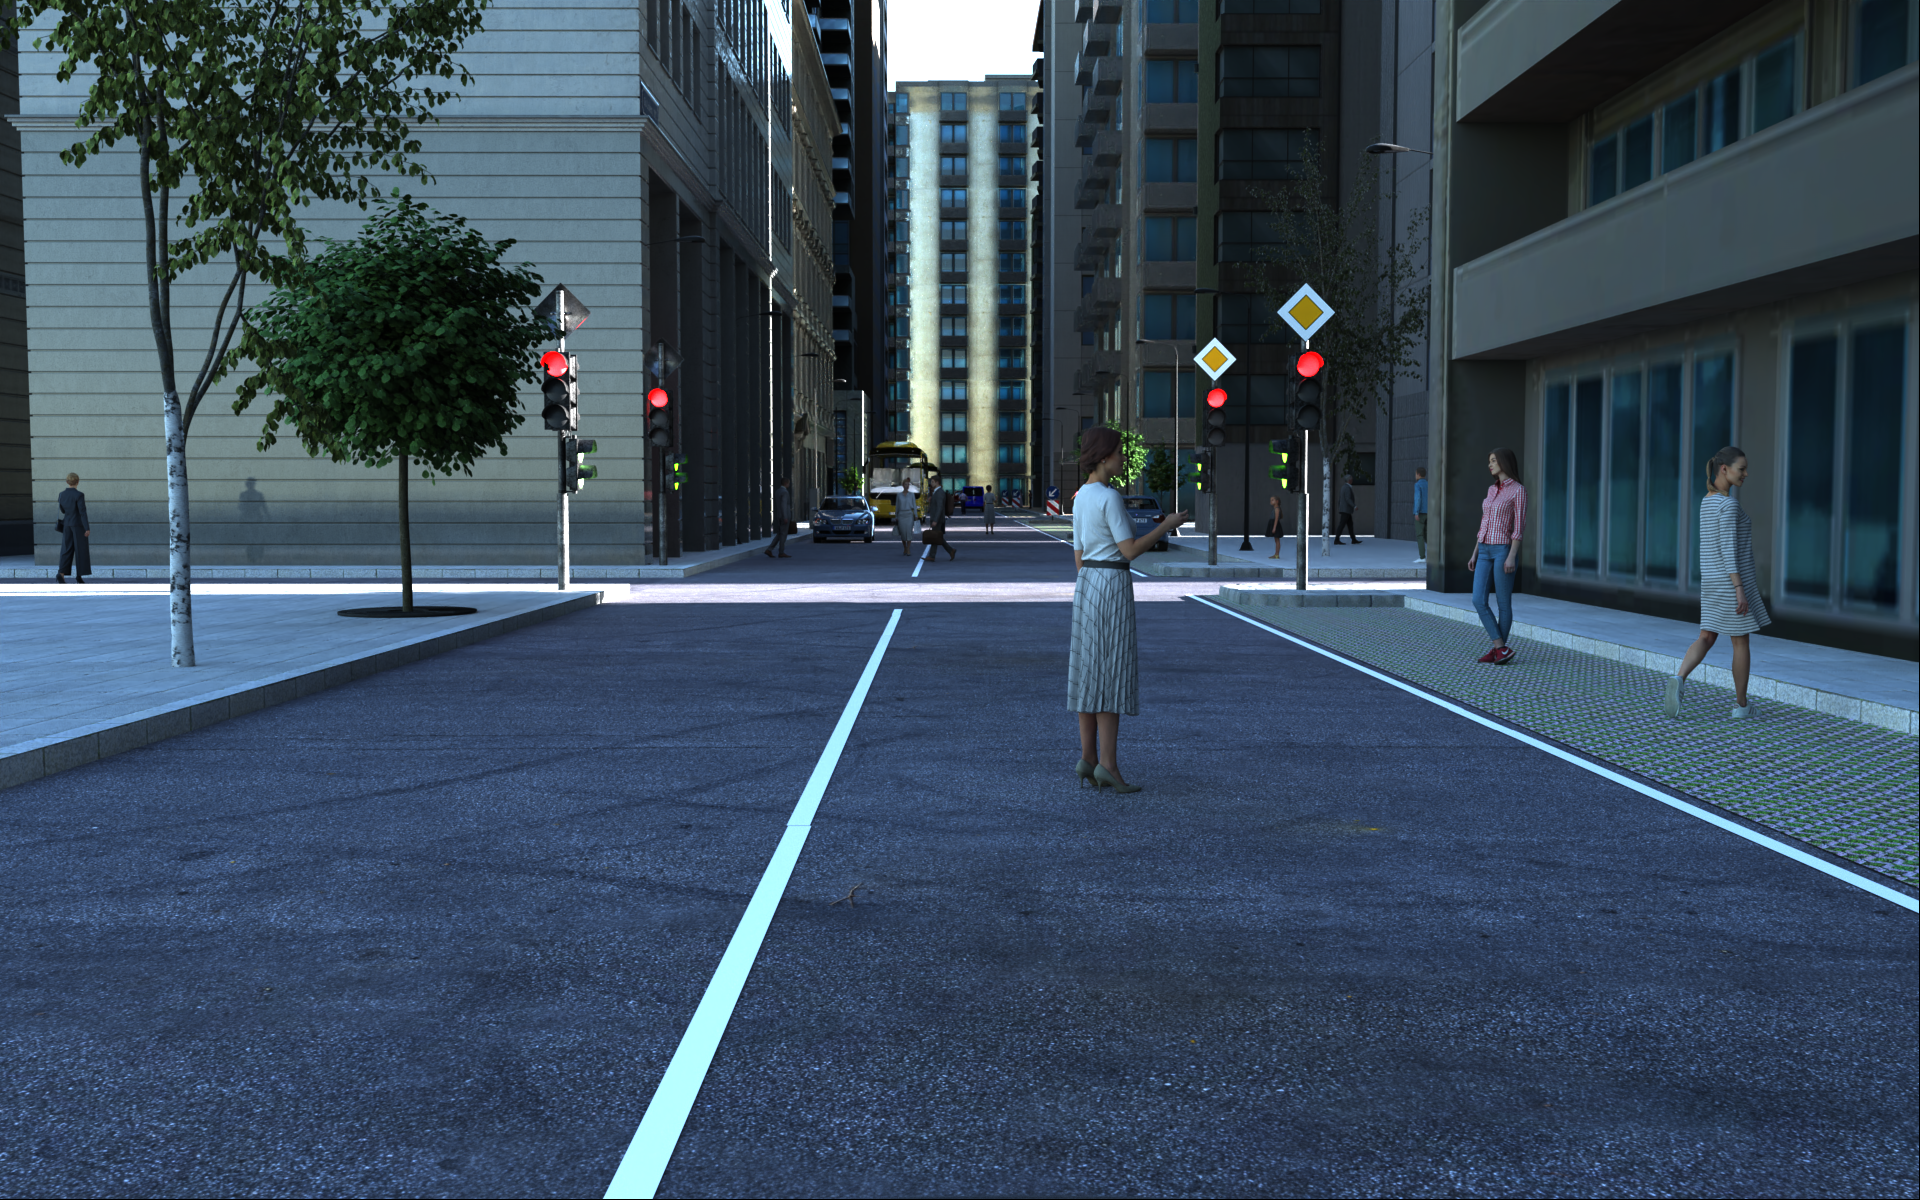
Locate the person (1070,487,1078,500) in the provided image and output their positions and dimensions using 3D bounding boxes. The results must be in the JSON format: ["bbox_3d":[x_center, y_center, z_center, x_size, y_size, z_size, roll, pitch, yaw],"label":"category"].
[{"bbox_3d":[7.227,-6.188,107.933,0.721,1.743,1.217,2,4,33],"label":"person"}]

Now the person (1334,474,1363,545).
[{"bbox_3d":[9.894,-2.296,43.986,0.834,1.777,0.661,-1,4,-11],"label":"person"}]

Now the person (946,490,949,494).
[{"bbox_3d":[-1.271,-9.803,168.773,1.348,1.824,0.705,0,4,3],"label":"person"}]

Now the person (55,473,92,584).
[{"bbox_3d":[-14.046,-1.133,27.450,0.576,1.772,0.534,0,4,-7],"label":"person"}]

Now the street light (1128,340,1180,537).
[{"bbox_3d":[5.977,-4.877,52.273,1.470,5.913,1.316,0,4,0],"label":"street light"}]

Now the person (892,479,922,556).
[{"bbox_3d":[-1.219,-1.930,40.407,0.694,1.780,0.624,1,4,21],"label":"person"}]

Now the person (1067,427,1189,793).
[{"bbox_3d":[0.781,0.043,8.375,0.524,1.755,0.480,-2,4,-25],"label":"person"}]

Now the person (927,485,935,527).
[{"bbox_3d":[-0.901,-3.433,64.909,0.573,1.790,0.520,3,4,37],"label":"person"}]

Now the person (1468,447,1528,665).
[{"bbox_3d":[4.511,-0.372,14.590,0.388,1.821,0.555,-2,4,-34],"label":"person"}]

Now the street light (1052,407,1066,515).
[{"bbox_3d":[5.831,-7.361,92.890,1.470,5.913,1.316,0,4,0],"label":"street light"}]

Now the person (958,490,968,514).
[{"bbox_3d":[0.166,-6.898,122.228,0.756,1.711,0.436,-2,4,-25],"label":"person"}]

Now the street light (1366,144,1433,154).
[{"bbox_3d":[6.077,-3.094,23.133,1.470,5.913,1.316,0,4,0],"label":"street light"}]

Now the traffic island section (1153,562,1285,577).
[{"bbox_3d":[4.578,-0.548,31.239,2.009,0.180,2.903,0,4,0],"label":"traffic island section"}]

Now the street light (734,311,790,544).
[{"bbox_3d":[-5.208,-4.378,44.113,1.470,5.913,1.316,0,4,0],"label":"street light"}]

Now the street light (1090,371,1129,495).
[{"bbox_3d":[5.778,-5.674,65.317,1.470,5.913,1.316,0,4,0],"label":"street light"}]

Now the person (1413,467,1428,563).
[{"bbox_3d":[8.622,-1.577,32.170,0.601,1.785,0.444,-2,4,-28],"label":"person"}]

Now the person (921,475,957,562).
[{"bbox_3d":[-0.438,-1.729,36.726,0.822,1.834,0.622,-1,4,-13],"label":"person"}]

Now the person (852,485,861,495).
[{"bbox_3d":[-6.074,-5.833,101.430,0.660,1.820,0.620,-3,4,-37],"label":"person"}]

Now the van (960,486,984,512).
[{"bbox_3d":[1.057,-8.196,138.394,2.240,2.365,5.245,0,4,1],"label":"van"}]

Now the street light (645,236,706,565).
[{"bbox_3d":[-5.271,-3.594,31.300,1.470,5.913,1.316,0,4,0],"label":"street light"}]

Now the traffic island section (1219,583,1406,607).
[{"bbox_3d":[4.611,-0.060,23.254,2.009,0.180,2.903,0,4,0],"label":"traffic island section"}]

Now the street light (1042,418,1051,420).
[{"bbox_3d":[5.685,-8.151,105.807,1.470,5.913,1.316,0,4,0],"label":"street light"}]

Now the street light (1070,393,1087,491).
[{"bbox_3d":[5.845,-6.540,79.463,1.470,5.913,1.316,0,4,0],"label":"street light"}]

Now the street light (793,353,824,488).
[{"bbox_3d":[-5.354,-5.174,57.136,1.470,5.913,1.316,0,4,0],"label":"street light"}]

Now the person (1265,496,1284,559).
[{"bbox_3d":[6.217,-1.440,34.263,0.373,1.253,0.362,0,4,6],"label":"person"}]

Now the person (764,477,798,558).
[{"bbox_3d":[-3.980,-1.863,39.073,0.853,1.813,0.709,-2,4,-29],"label":"person"}]

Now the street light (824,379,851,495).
[{"bbox_3d":[-5.318,-5.973,70.204,1.470,5.913,1.316,0,4,0],"label":"street light"}]

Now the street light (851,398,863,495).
[{"bbox_3d":[-5.422,-6.796,83.649,1.470,5.913,1.316,0,4,0],"label":"street light"}]

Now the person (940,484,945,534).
[{"bbox_3d":[-0.610,-2.875,55.933,0.576,1.772,0.534,-3,5,-44],"label":"person"}]

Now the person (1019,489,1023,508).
[{"bbox_3d":[5.712,-9.538,162.665,0.621,1.740,0.551,-1,4,-20],"label":"person"}]

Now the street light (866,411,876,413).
[{"bbox_3d":[-5.385,-7.633,97.333,1.470,5.913,1.316,0,4,0],"label":"street light"}]

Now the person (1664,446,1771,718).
[{"bbox_3d":[4.822,-0.105,10.963,0.760,1.731,0.466,-2,4,-30],"label":"person"}]

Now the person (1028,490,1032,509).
[{"bbox_3d":[6.071,-8.783,151.109,0.415,1.643,0.593,-2,4,-34],"label":"person"}]

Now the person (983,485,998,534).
[{"bbox_3d":[1.090,-3.220,61.721,0.480,1.755,0.524,1,4,14],"label":"person"}]
